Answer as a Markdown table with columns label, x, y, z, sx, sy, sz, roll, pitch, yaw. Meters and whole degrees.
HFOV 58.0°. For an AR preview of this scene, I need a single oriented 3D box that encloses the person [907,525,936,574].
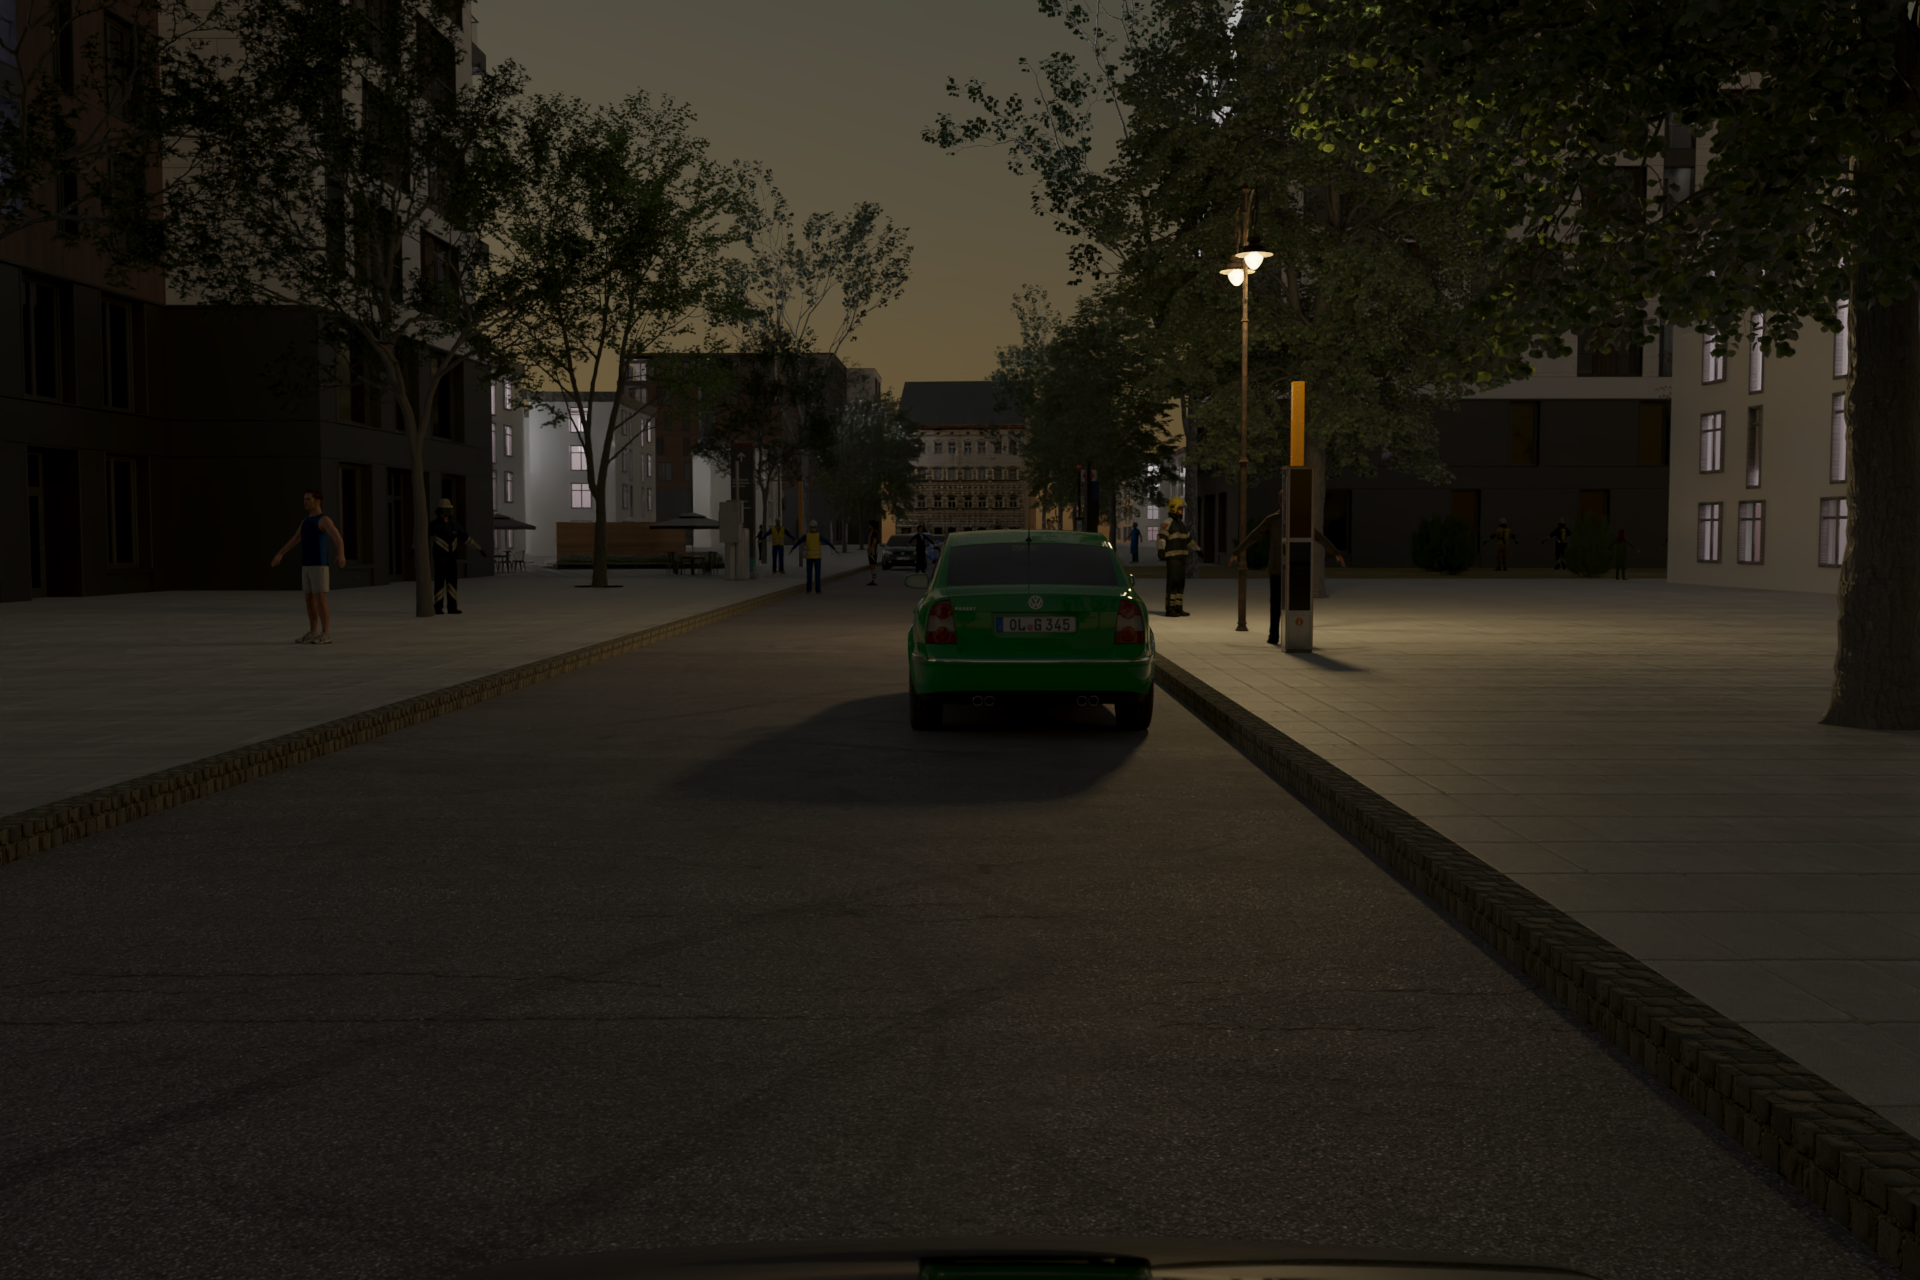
| label | x | y | z | sx | sy | sz | roll | pitch | yaw |
| --- | --- | --- | --- | --- | --- | --- | --- | --- | --- |
| person | -1.362 | -3.205 | 61.583 | 1.216 | 1.740 | 0.721 | -2 | 4 | -30 |

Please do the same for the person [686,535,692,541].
| label | x | y | z | sx | sy | sz | roll | pitch | yaw |
| --- | --- | --- | --- | --- | --- | --- | --- | --- | --- |
| person | -12.994 | -4.489 | 79.661 | 1.348 | 1.796 | 0.705 | -2 | 4 | -24 |

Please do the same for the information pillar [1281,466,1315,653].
| label | x | y | z | sx | sy | sz | roll | pitch | yaw |
| --- | --- | --- | --- | --- | --- | --- | --- | --- | --- |
| information pillar | 3.662 | -0.874 | 18.782 | 0.304 | 2.012 | 0.304 | 0 | 4 | 1 |

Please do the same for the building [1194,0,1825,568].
| label | x | y | z | sx | sy | sz | roll | pitch | yaw |
| --- | --- | --- | --- | --- | --- | --- | --- | --- | --- |
| building | 24.628 | -14.531 | 81.551 | 27.936 | 21.610 | 32.646 | 0 | 4 | 0 |

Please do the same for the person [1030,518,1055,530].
| label | x | y | z | sx | sy | sz | roll | pitch | yaw |
| --- | --- | --- | --- | --- | --- | --- | --- | --- | --- |
| person | 2.381 | -2.588 | 49.164 | 0.742 | 1.727 | 0.445 | -1 | 4 | -14 |

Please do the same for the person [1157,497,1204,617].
| label | x | y | z | sx | sy | sz | roll | pitch | yaw |
| --- | --- | --- | --- | --- | --- | --- | --- | --- | --- |
| person | 3.365 | -1.287 | 26.807 | 0.704 | 1.858 | 1.351 | 3 | 4 | 36 |

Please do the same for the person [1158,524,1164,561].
| label | x | y | z | sx | sy | sz | roll | pitch | yaw |
| --- | --- | --- | --- | --- | --- | --- | --- | --- | --- |
| person | 9.690 | -4.696 | 83.006 | 0.704 | 1.802 | 1.346 | 0 | 4 | 0 |

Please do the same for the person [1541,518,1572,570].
| label | x | y | z | sx | sy | sz | roll | pitch | yaw |
| --- | --- | --- | --- | --- | --- | --- | --- | --- | --- |
| person | 21.606 | -3.454 | 62.260 | 1.354 | 1.856 | 0.705 | 0 | 4 | 3 |

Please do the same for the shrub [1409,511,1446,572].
| label | x | y | z | sx | sy | sz | roll | pitch | yaw |
| --- | --- | --- | --- | --- | --- | --- | --- | --- | --- |
| shrub | 16.090 | -3.350 | 58.816 | 1.661 | 2.075 | 1.752 | 0 | 3 | 0 |

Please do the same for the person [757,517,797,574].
| label | x | y | z | sx | sy | sz | roll | pitch | yaw |
| --- | --- | --- | --- | --- | --- | --- | --- | --- | --- |
| person | -5.859 | -3.047 | 55.787 | 1.349 | 1.833 | 0.705 | -1 | 4 | -13 |

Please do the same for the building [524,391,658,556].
| label | x | y | z | sx | sy | sz | roll | pitch | yaw |
| --- | --- | --- | --- | --- | --- | --- | --- | --- | --- |
| building | -24.792 | -10.635 | 116.029 | 9.099 | 9.664 | 28.070 | 0 | 4 | 0 |

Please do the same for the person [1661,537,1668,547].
| label | x | y | z | sx | sy | sz | roll | pitch | yaw |
| --- | --- | --- | --- | --- | --- | --- | --- | --- | --- |
| person | 20.633 | -2.675 | 49.875 | 0.704 | 1.812 | 1.346 | 0 | 4 | -6 |

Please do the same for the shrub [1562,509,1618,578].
| label | x | y | z | sx | sy | sz | roll | pitch | yaw |
| --- | --- | --- | --- | --- | --- | --- | --- | --- | --- |
| shrub | 18.653 | -2.863 | 51.234 | 1.690 | 2.028 | 1.600 | 0 | 3 | 0 |

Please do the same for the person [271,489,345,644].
| label | x | y | z | sx | sy | sz | roll | pitch | yaw |
| --- | --- | --- | --- | --- | --- | --- | --- | --- | --- |
| person | -7.569 | -0.862 | 20.267 | 1.345 | 1.807 | 0.704 | 2 | 4 | 35 |

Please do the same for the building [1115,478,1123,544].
| label | x | y | z | sx | sy | sz | roll | pitch | yaw |
| --- | --- | --- | --- | --- | --- | --- | --- | --- | --- |
| building | 24.664 | -16.801 | 216.841 | 9.099 | 9.664 | 28.070 | 0 | 4 | 0 |

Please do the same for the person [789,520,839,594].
| label | x | y | z | sx | sy | sz | roll | pitch | yaw |
| --- | --- | --- | --- | --- | --- | --- | --- | --- | --- |
| person | -3.496 | -1.988 | 41.430 | 1.216 | 1.772 | 0.721 | 0 | 4 | 1 |

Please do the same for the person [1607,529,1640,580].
| label | x | y | z | sx | sy | sz | roll | pitch | yaw |
| --- | --- | --- | --- | --- | --- | --- | --- | --- | --- |
| person | 18.569 | -2.405 | 48.541 | 0.599 | 1.438 | 0.989 | -3 | 4 | -38 |

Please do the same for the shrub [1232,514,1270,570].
| label | x | y | z | sx | sy | sz | roll | pitch | yaw |
| --- | --- | --- | --- | --- | --- | --- | --- | --- | --- |
| shrub | 10.573 | -3.509 | 61.792 | 1.690 | 2.028 | 1.600 | 0 | 3 | 0 |

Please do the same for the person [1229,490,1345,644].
| label | x | y | z | sx | sy | sz | roll | pitch | yaw |
| --- | --- | --- | --- | --- | --- | --- | --- | --- | --- |
| person | 3.805 | -0.859 | 20.229 | 1.348 | 1.807 | 0.705 | 1 | 4 | 15 |

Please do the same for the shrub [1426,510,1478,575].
| label | x | y | z | sx | sy | sz | roll | pitch | yaw |
| --- | --- | --- | --- | --- | --- | --- | --- | --- | --- |
| shrub | 15.385 | -3.043 | 54.180 | 1.690 | 2.028 | 1.600 | 0 | 3 | 0 |

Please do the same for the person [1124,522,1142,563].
| label | x | y | z | sx | sy | sz | roll | pitch | yaw |
| --- | --- | --- | --- | --- | --- | --- | --- | --- | --- |
| person | 7.755 | -4.339 | 77.070 | 0.704 | 1.817 | 1.347 | -2 | 4 | -29 |

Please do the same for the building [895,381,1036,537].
| label | x | y | z | sx | sy | sz | roll | pitch | yaw |
| --- | --- | --- | --- | --- | --- | --- | --- | --- | --- |
| building | 1.122 | -25.294 | 246.948 | 18.063 | 23.208 | 19.493 | 0 | 4 | 7 |

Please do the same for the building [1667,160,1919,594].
| label | x | y | z | sx | sy | sz | roll | pitch | yaw |
| --- | --- | --- | --- | --- | --- | --- | --- | --- | --- |
| building | 23.070 | -5.476 | 31.683 | 9.099 | 9.664 | 28.070 | 0 | 4 | 0 |

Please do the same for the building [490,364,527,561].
| label | x | y | z | sx | sy | sz | roll | pitch | yaw |
| --- | --- | --- | --- | --- | --- | --- | --- | --- | --- |
| building | -26.153 | -8.817 | 86.303 | 9.099 | 9.664 | 28.070 | 0 | 4 | 1 |

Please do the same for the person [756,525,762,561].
| label | x | y | z | sx | sy | sz | roll | pitch | yaw |
| --- | --- | --- | --- | --- | --- | --- | --- | --- | --- |
| person | -9.682 | -4.706 | 83.672 | 0.721 | 1.740 | 1.216 | 1 | 4 | 17 |

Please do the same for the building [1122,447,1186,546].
| label | x | y | z | sx | sy | sz | roll | pitch | yaw |
| --- | --- | --- | --- | --- | --- | --- | --- | --- | --- |
| building | 22.451 | -14.559 | 180.183 | 9.099 | 9.664 | 28.070 | 0 | 4 | 1 |

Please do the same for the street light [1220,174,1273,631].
| label | x | y | z | sx | sy | sz | roll | pitch | yaw |
| --- | --- | --- | --- | --- | --- | --- | --- | --- | --- |
| street light | 3.729 | -3.055 | 22.729 | 0.468 | 5.910 | 1.993 | 0 | 4 | 1 |

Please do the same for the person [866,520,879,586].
| label | x | y | z | sx | sy | sz | roll | pitch | yaw |
| --- | --- | --- | --- | --- | --- | --- | --- | --- | --- |
| person | -2.456 | -2.429 | 48.318 | 0.704 | 1.843 | 1.345 | 0 | 4 | -6 |

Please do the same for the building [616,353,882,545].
| label | x | y | z | sx | sy | sz | roll | pitch | yaw |
| --- | --- | --- | --- | --- | --- | --- | --- | --- | --- |
| building | -24.465 | -22.474 | 211.417 | 27.936 | 21.610 | 32.646 | 0 | 4 | 1 |

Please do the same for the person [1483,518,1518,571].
| label | x | y | z | sx | sy | sz | roll | pitch | yaw |
| --- | --- | --- | --- | --- | --- | --- | --- | --- | --- |
| person | 18.951 | -3.352 | 60.577 | 1.354 | 1.858 | 0.705 | -1 | 4 | -15 |

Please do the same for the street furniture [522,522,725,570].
| label | x | y | z | sx | sy | sz | roll | pitch | yaw |
| --- | --- | --- | --- | --- | --- | --- | --- | --- | --- |
| street furniture | -11.755 | -3.575 | 65.309 | 11.010 | 1.723 | 9.812 | -1 | 4 | -14 |

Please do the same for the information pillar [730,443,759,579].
| label | x | y | z | sx | sy | sz | roll | pitch | yaw |
| --- | --- | --- | --- | --- | --- | --- | --- | --- | --- |
| information pillar | -6.170 | -3.668 | 49.350 | 0.750 | 3.857 | 0.750 | 0 | 4 | 0 |

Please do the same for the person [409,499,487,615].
| label | x | y | z | sx | sy | sz | roll | pitch | yaw |
| --- | --- | --- | --- | --- | --- | --- | --- | --- | --- |
| person | -8.214 | -1.334 | 27.680 | 0.704 | 1.845 | 1.351 | 3 | 5 | 43 |

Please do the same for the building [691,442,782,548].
| label | x | y | z | sx | sy | sz | roll | pitch | yaw |
| --- | --- | --- | --- | --- | --- | --- | --- | --- | --- |
| building | -22.045 | -14.024 | 171.444 | 9.099 | 9.664 | 28.070 | 0 | 3 | 0 |

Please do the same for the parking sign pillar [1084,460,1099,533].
| label | x | y | z | sx | sy | sz | roll | pitch | yaw |
| --- | --- | --- | --- | --- | --- | --- | --- | --- | --- |
| parking sign pillar | 4.814 | -4.597 | 63.630 | 1.447 | 3.967 | 1.447 | 0 | 4 | 0 |
